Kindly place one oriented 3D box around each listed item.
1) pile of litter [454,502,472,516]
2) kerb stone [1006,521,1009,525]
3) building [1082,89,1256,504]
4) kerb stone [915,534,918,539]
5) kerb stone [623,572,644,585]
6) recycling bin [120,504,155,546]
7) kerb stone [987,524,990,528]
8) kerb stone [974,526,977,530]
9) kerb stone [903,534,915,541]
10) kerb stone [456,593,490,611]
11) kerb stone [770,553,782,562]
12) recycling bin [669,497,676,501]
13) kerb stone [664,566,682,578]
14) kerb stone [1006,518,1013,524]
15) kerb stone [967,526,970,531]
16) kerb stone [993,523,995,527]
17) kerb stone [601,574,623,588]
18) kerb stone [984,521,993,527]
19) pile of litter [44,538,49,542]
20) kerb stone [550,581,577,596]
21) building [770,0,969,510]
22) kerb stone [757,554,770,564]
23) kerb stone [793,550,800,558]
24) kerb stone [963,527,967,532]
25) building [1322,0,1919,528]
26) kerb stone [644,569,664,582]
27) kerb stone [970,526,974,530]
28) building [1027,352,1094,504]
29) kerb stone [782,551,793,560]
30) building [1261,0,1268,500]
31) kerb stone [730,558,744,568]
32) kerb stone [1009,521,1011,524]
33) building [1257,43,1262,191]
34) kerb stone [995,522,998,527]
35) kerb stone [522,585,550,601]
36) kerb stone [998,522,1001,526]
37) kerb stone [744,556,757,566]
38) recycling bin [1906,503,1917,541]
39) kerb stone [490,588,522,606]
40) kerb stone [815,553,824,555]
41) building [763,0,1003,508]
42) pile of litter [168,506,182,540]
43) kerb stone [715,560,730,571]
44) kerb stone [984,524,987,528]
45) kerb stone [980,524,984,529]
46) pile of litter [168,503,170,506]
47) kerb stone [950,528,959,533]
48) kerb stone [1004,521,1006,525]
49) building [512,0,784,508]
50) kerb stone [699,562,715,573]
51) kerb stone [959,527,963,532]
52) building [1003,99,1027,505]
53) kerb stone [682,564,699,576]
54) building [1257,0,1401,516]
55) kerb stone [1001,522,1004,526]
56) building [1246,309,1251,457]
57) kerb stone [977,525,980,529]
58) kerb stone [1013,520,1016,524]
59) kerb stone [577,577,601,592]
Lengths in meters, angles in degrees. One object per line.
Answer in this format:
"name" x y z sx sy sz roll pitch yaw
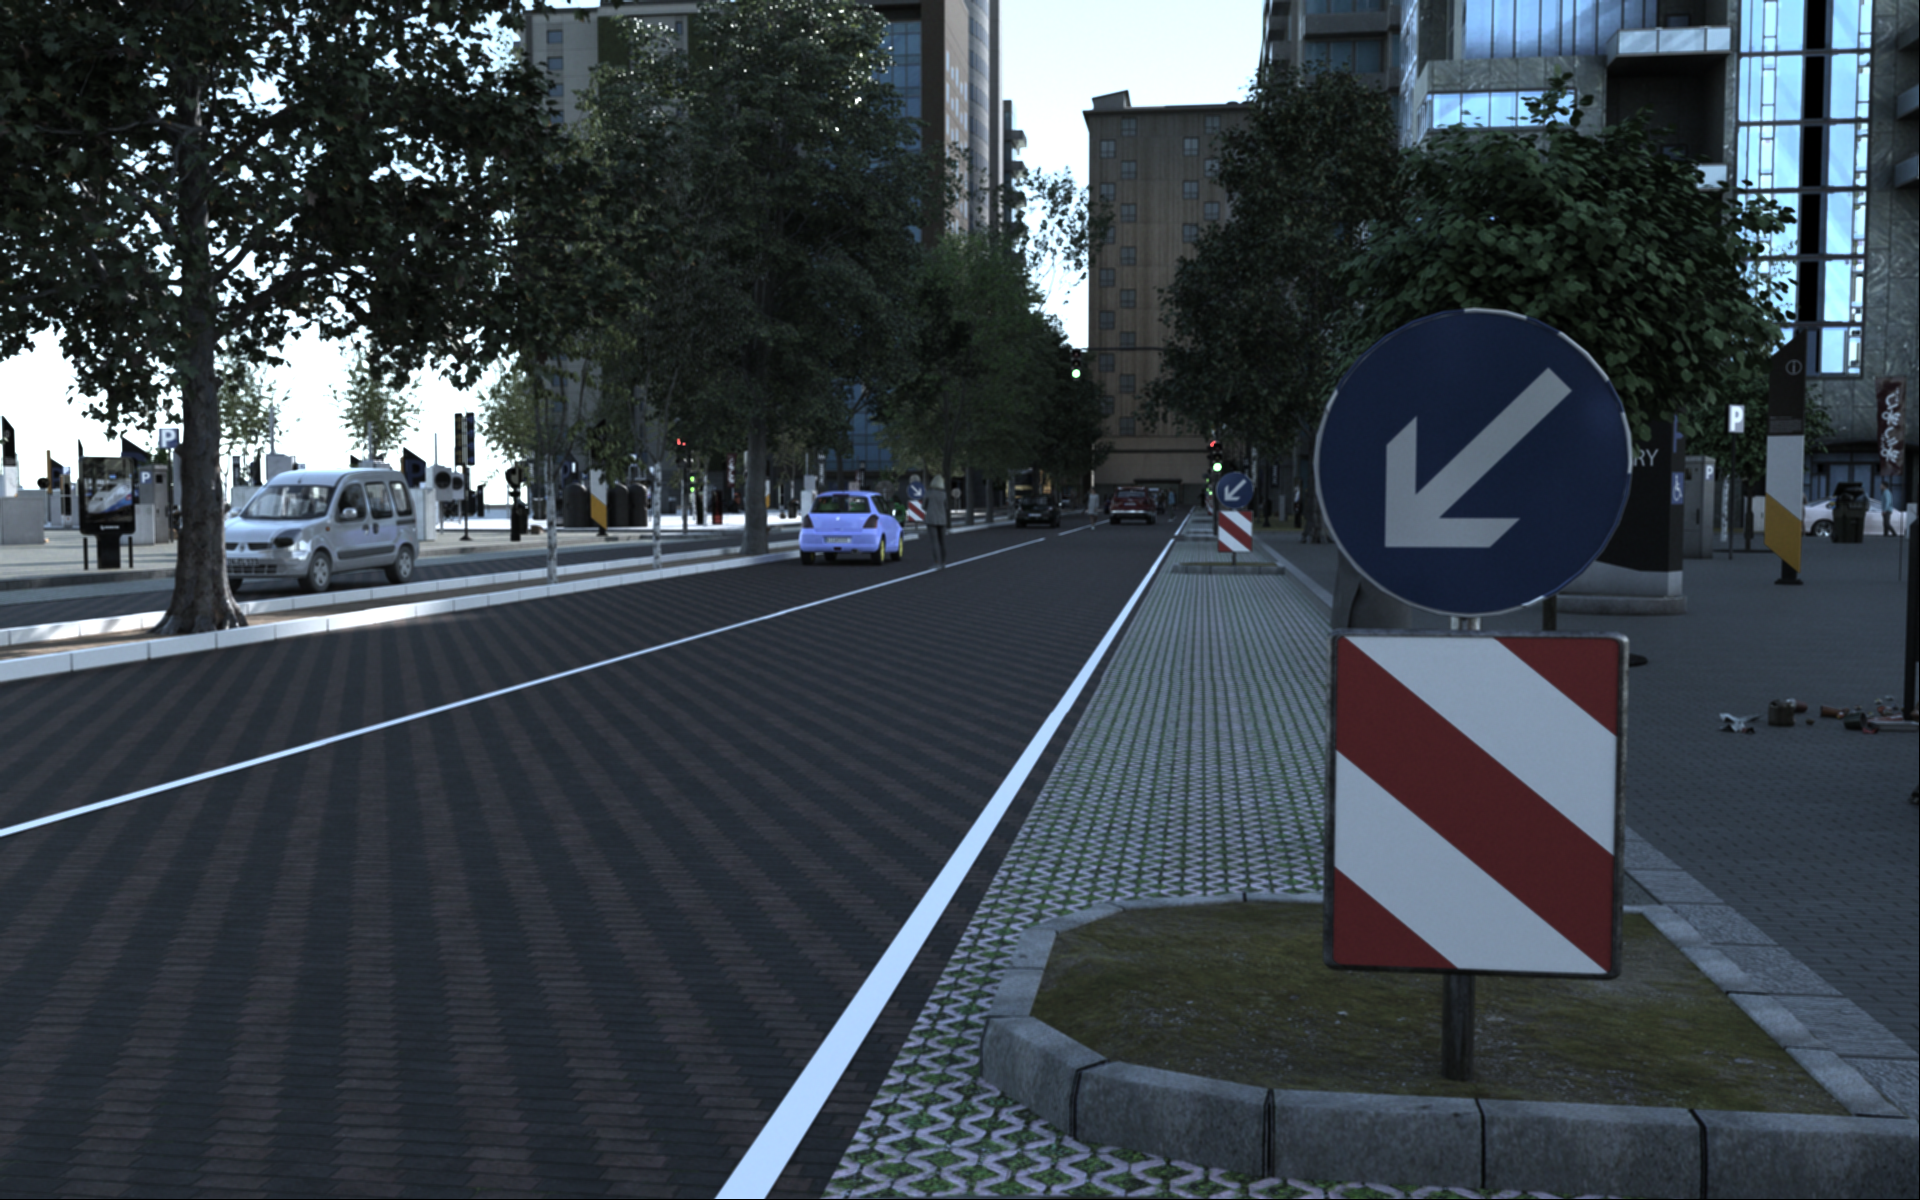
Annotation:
"pile of litter" -28.718 -5.252 99.838 1.176 0.858 1.719 -1 4 -20
"kerb stone" 2.015 -3.537 80.028 0.120 0.150 1.000 0 4 8
"building" 31.057 -39.386 233.198 27.495 52.752 28.713 0 4 8
"kerb stone" -1.469 -2.013 55.110 0.120 0.150 1.000 0 4 8
"kerb stone" -5.311 -0.338 27.719 0.120 0.150 1.000 0 4 8
"recycling bin" -20.619 -1.873 43.175 0.722 1.027 0.722 1 4 21
"kerb stone" 1.029 -3.103 72.934 0.120 0.150 1.000 0 4 8
"kerb stone" 0.453 -2.854 68.864 0.120 0.150 1.000 0 4 8
"kerb stone" -1.620 -1.950 54.099 0.120 0.150 1.000 0 4 8
"kerb stone" -6.159 0.034 21.633 0.120 0.150 1.000 0 4 8
"kerb stone" -4.025 -0.897 36.858 0.120 0.150 1.000 0 4 8
"recycling bin" -23.622 -7.865 141.151 0.722 1.027 0.722 2 4 31
"kerb stone" -5.027 -0.462 29.750 0.120 0.150 1.000 0 4 8
"kerb stone" 2.302 -3.661 82.058 0.120 0.150 1.000 0 4 8
"kerb stone" 0.160 -2.730 66.828 0.120 0.150 1.000 0 4 8
"kerb stone" 1.304 -3.227 74.963 0.120 0.150 1.000 0 4 8
"kerb stone" -5.454 -0.276 26.707 0.120 0.150 1.000 0 4 8
"kerb stone" 1.161 -3.165 73.948 0.120 0.150 1.000 0 4 8
"pile of litter" -24.994 -1.960 46.007 1.719 0.858 1.176 3 4 37
"kerb stone" -5.732 -0.150 24.680 0.120 0.150 1.000 0 4 8
"building" -7.073 -30.349 146.310 14.600 45.320 14.200 0 4 8
"kerb stone" -4.170 -0.828 35.844 0.120 0.150 1.000 0 4 8
"kerb stone" -3.750 -1.018 38.883 0.120 0.150 1.000 0 4 8
"kerb stone" 0.032 -2.665 65.811 0.120 0.150 1.000 0 4 8
"building" 30.433 -46.294 69.581 31.000 86.520 22.319 0 4 8
"kerb stone" -5.171 -0.397 28.732 0.120 0.150 1.000 0 4 8
"kerb stone" 0.308 -2.792 67.853 0.120 0.150 1.000 0 4 8
"building" 3.128 -24.035 238.018 28.899 21.520 27.650 0 4 8
"kerb stone" -3.887 -0.955 37.871 0.120 0.150 1.000 0 4 8
"building" 31.722 -28.067 142.484 14.154 41.232 14.086 0 4 8
"kerb stone" -4.454 -0.711 33.819 0.120 0.150 1.000 0 4 8
"kerb stone" 2.161 -3.595 81.044 0.120 0.150 1.000 0 4 8
"building" 39.092 -31.133 163.647 22.147 44.769 28.867 0 4 8
"kerb stone" 1.447 -3.288 75.975 0.120 0.150 1.000 0 4 8
"kerb stone" -5.879 -0.090 23.669 0.120 0.150 1.000 0 4 8
"kerb stone" 1.592 -3.351 76.991 0.120 0.150 1.000 0 4 8
"kerb stone" -4.312 -0.773 34.831 0.120 0.150 1.000 0 4 8
"recycling bin" 26.582 -2.146 47.641 0.722 1.027 0.722 -1 4 -16
"kerb stone" -6.018 -0.023 22.654 0.120 0.150 1.000 0 4 8
"kerb stone" -3.321 -1.202 41.920 0.120 0.150 1.000 0 4 8
"building" -7.855 -38.250 167.389 21.231 58.520 28.212 0 4 8
"pile of litter" -22.495 -2.151 49.133 1.719 0.858 1.176 3 5 42
"kerb stone" -4.591 -0.644 32.807 0.120 0.150 1.000 0 4 8
"kerb stone" 0.875 -3.035 71.917 0.120 0.150 1.000 0 4 8
"kerb stone" 0.738 -2.970 70.903 0.120 0.150 1.000 0 4 8
"pile of litter" -43.678 -4.968 95.189 1.719 0.858 1.176 -1 4 -15
"kerb stone" -0.258 -2.543 63.778 0.120 0.150 1.000 0 4 8
"kerb stone" 1.865 -3.475 79.017 0.120 0.150 1.000 0 4 8
"building" -37.418 -40.667 206.897 28.212 58.520 21.231 0 4 8
"kerb stone" -4.738 -0.586 31.778 0.120 0.150 1.000 0 4 8
"kerb stone" -0.123 -2.605 64.793 0.120 0.150 1.000 0 4 8
"building" -7.835 -35.610 201.832 30.456 49.044 23.786 0 4 8
"kerb stone" -4.884 -0.524 30.767 0.120 0.150 1.000 0 4 8
"building" 31.245 -30.182 113.080 23.786 49.044 30.456 0 4 8
"kerb stone" 1.731 -3.413 78.004 0.120 0.150 1.000 0 4 8
"building" 40.202 -26.223 200.440 14.160 30.474 14.107 0 4 8
"kerb stone" 0.592 -2.916 69.877 0.120 0.150 1.000 0 4 8
"kerb stone" 2.444 -3.723 83.071 0.120 0.150 1.000 0 4 8
"kerb stone" -5.594 -0.214 25.694 0.120 0.150 1.000 0 4 8
